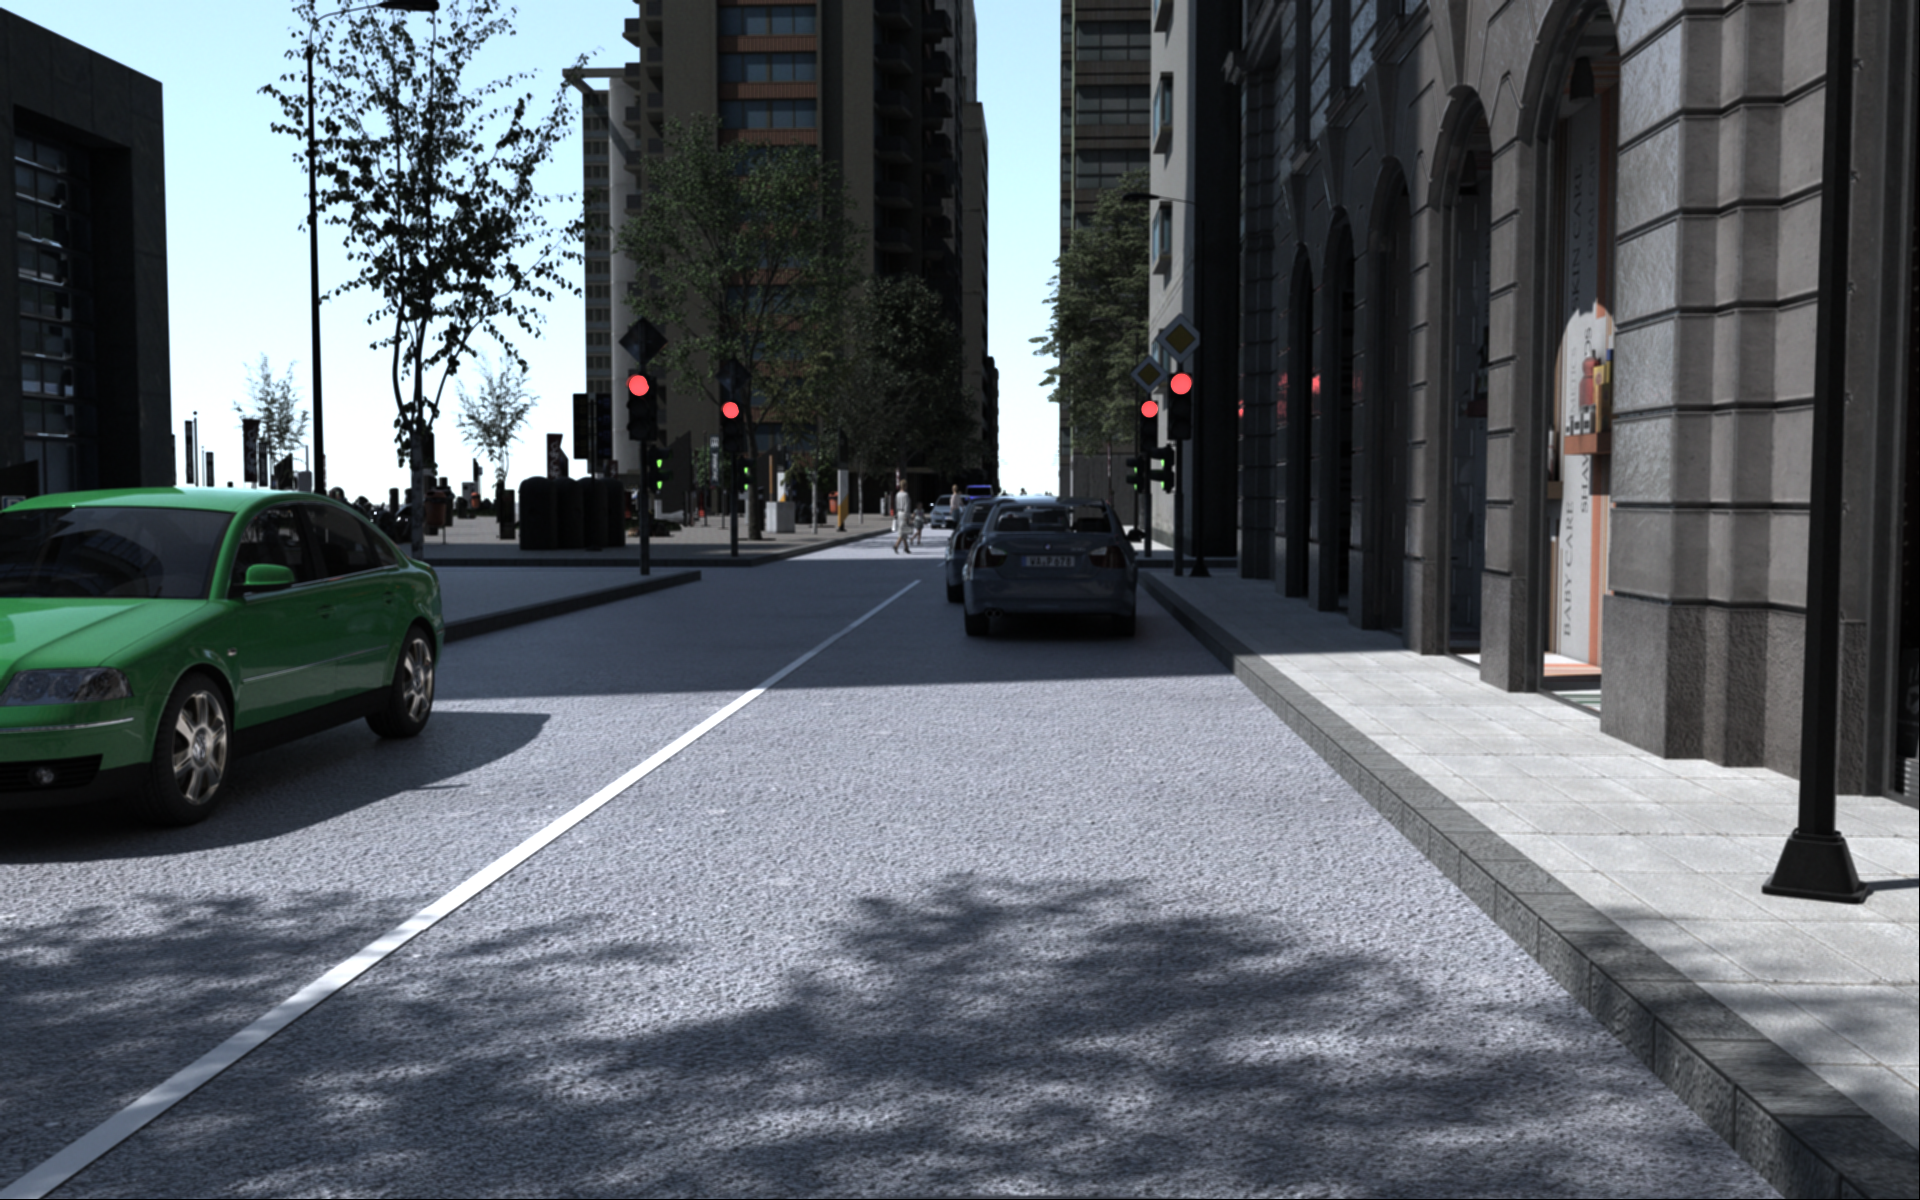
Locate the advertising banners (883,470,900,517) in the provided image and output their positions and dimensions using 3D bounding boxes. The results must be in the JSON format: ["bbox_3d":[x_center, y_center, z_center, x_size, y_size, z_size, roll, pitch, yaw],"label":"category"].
[{"bbox_3d":[-3.890,-6.288,98.988,0.090,3.025,2.074,-2,4,-28],"label":"advertising banners"}]

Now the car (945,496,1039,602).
[{"bbox_3d":[0.765,-0.748,24.236,2.014,1.417,4.499,0,4,3],"label":"car"}]

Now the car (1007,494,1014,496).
[{"bbox_3d":[5.003,-10.394,180.167,2.015,1.641,3.980,0,4,3],"label":"car"}]

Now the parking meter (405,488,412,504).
[{"bbox_3d":[-23.619,-4.031,74.316,0.372,1.533,0.369,0,3,0],"label":"parking meter"}]

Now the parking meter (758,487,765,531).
[{"bbox_3d":[-7.010,-3.181,60.414,0.372,1.533,0.369,0,3,0],"label":"parking meter"}]

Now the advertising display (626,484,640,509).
[{"bbox_3d":[-20.769,-6.419,110.158,0.974,1.923,0.123,2,4,24],"label":"advertising display"}]

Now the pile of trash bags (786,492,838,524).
[{"bbox_3d":[-6.269,-3.930,74.009,3.447,1.369,1.912,3,5,42],"label":"pile of trash bags"}]

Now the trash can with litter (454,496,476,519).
[{"bbox_3d":[-25.644,-4.795,89.786,0.624,1.170,1.055,3,5,40],"label":"trash can with litter"}]

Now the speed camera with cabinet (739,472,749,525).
[{"bbox_3d":[-8.726,-4.771,72.344,0.660,3.252,2.038,0,4,8],"label":"speed camera with cabinet"}]

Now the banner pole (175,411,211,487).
[{"bbox_3d":[-23.019,-3.789,51.967,0.401,3.779,0.863,0,4,4],"label":"banner pole"}]

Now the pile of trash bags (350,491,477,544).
[{"bbox_3d":[-14.596,-2.163,45.113,3.447,1.369,1.912,2,4,32],"label":"pile of trash bags"}]

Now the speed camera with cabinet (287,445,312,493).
[{"bbox_3d":[-26.743,-4.631,70.055,0.660,3.252,2.038,-2,4,-33],"label":"speed camera with cabinet"}]

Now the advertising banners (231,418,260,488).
[{"bbox_3d":[-16.700,-2.646,39.451,0.090,3.025,2.074,2,4,24],"label":"advertising banners"}]

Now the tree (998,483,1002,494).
[{"bbox_3d":[5.731,-16.797,269.232,1.663,3.219,1.824,0,3,0],"label":"tree"}]

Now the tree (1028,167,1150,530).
[{"bbox_3d":[6.124,-8.739,61.005,7.486,12.596,7.792,0,3,0],"label":"tree"}]

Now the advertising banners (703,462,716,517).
[{"bbox_3d":[-14.235,-6.057,95.213,2.074,3.025,0.090,1,4,21],"label":"advertising banners"}]

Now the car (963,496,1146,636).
[{"bbox_3d":[1.019,-0.415,18.794,2.014,1.417,4.499,0,4,5],"label":"car"}]

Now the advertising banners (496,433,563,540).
[{"bbox_3d":[-12.247,-3.255,49.403,2.074,3.025,0.090,-3,5,-39],"label":"advertising banners"}]

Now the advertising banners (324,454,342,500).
[{"bbox_3d":[-27.328,-4.837,75.278,0.090,3.025,2.074,-3,5,-42],"label":"advertising banners"}]

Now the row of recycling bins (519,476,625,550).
[{"bbox_3d":[-9.130,-2.082,41.161,1.069,1.692,3.534,2,4,24],"label":"row of recycling bins"}]

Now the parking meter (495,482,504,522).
[{"bbox_3d":[-21.340,-4.564,80.335,0.399,1.863,0.255,-1,4,-15],"label":"parking meter"}]

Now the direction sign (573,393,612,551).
[{"bbox_3d":[-8.261,-2.873,38.976,0.876,3.537,0.379,0,4,5],"label":"direction sign"}]

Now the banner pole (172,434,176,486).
[{"bbox_3d":[-28.925,-4.494,63.488,0.401,3.779,0.863,0,4,3],"label":"banner pole"}]

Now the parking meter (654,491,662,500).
[{"bbox_3d":[-15.352,-5.051,88.290,0.399,1.863,0.255,1,4,11],"label":"parking meter"}]

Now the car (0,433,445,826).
[{"bbox_3d":[-4.122,-0.006,8.895,1.959,1.807,4.718,0,4,2],"label":"car"}]

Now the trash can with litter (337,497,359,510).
[{"bbox_3d":[-17.787,-2.410,50.458,1.678,1.210,2.233,0,4,-4],"label":"trash can with litter"}]

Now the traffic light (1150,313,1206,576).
[{"bbox_3d":[3.406,-2.332,27.055,0.839,4.253,0.868,0,4,3],"label":"traffic light"}]

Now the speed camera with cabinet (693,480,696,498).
[{"bbox_3d":[-17.612,-7.135,110.991,2.038,3.252,0.660,0,4,-8],"label":"speed camera with cabinet"}]

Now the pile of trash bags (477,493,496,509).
[{"bbox_3d":[-28.514,-5.786,104.351,1.912,1.369,3.447,1,4,10],"label":"pile of trash bags"}]

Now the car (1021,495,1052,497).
[{"bbox_3d":[2.020,-2.059,45.666,2.014,1.417,4.499,0,4,3],"label":"car"}]

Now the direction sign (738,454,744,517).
[{"bbox_3d":[-12.286,-6.426,97.070,0.379,3.537,0.876,-2,4,-23],"label":"direction sign"}]

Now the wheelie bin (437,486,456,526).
[{"bbox_3d":[-20.409,-3.709,68.544,0.980,1.594,0.693,-3,5,-42],"label":"wheelie bin"}]

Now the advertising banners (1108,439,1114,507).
[{"bbox_3d":[4.762,-3.578,54.681,0.090,3.025,2.074,0,4,2],"label":"advertising banners"}]

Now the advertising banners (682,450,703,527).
[{"bbox_3d":[-10.655,-4.429,68.604,0.090,3.025,2.074,0,4,8],"label":"advertising banners"}]

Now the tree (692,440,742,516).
[{"bbox_3d":[-14.163,-7.153,100.668,4.285,4.588,4.351,0,3,0],"label":"tree"}]

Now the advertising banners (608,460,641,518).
[{"bbox_3d":[-17.215,-5.722,89.737,2.074,3.025,0.090,-2,4,-28],"label":"advertising banners"}]

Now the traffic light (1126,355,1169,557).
[{"bbox_3d":[3.792,-2.820,35.031,0.839,4.253,0.868,0,4,3],"label":"traffic light"}]

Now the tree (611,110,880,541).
[{"bbox_3d":[-5.834,-7.462,47.766,9.928,11.665,9.643,0,3,0],"label":"tree"}]

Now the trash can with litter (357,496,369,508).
[{"bbox_3d":[-35.329,-5.598,102.912,0.624,1.170,1.055,1,4,23],"label":"trash can with litter"}]

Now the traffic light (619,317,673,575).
[{"bbox_3d":[-4.996,-2.356,27.445,0.839,4.253,0.868,0,4,3],"label":"traffic light"}]

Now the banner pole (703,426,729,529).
[{"bbox_3d":[-8.900,-4.510,63.754,0.863,3.779,0.401,2,4,35],"label":"banner pole"}]

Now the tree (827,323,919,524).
[{"bbox_3d":[-4.140,-7.595,74.545,4.360,8.622,3.978,0,3,0],"label":"tree"}]

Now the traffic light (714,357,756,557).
[{"bbox_3d":[-4.610,-2.844,35.420,0.839,4.253,0.868,0,4,3],"label":"traffic light"}]

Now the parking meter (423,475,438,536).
[{"bbox_3d":[-16.374,-2.929,53.608,0.255,1.863,0.399,2,4,25],"label":"parking meter"}]

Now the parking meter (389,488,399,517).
[{"bbox_3d":[-23.447,-3.876,71.775,0.372,1.533,0.369,0,3,0],"label":"parking meter"}]

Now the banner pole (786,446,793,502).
[{"bbox_3d":[-8.858,-6.044,88.830,0.863,3.779,0.401,1,4,14],"label":"banner pole"}]

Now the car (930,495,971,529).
[{"bbox_3d":[-0.242,-3.704,72.558,2.014,1.417,4.499,0,4,3],"label":"car"}]

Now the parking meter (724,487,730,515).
[{"bbox_3d":[-14.104,-6.041,104.479,0.399,1.863,0.255,2,4,29],"label":"parking meter"}]

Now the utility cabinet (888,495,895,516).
[{"bbox_3d":[-4.070,-5.561,102.076,0.306,1.237,1.020,1,4,10],"label":"utility cabinet"}]

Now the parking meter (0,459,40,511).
[{"bbox_3d":[-6.902,-0.258,12.622,0.372,1.533,0.369,0,3,0],"label":"parking meter"}]

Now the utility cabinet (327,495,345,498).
[{"bbox_3d":[-36.311,-5.476,100.695,1.020,1.237,0.306,-1,4,-21],"label":"utility cabinet"}]

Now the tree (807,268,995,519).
[{"bbox_3d":[-2.995,-10.462,88.067,9.611,12.733,9.660,0,3,0],"label":"tree"}]

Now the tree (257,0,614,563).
[{"bbox_3d":[-6.727,-4.381,21.997,4.360,8.622,3.978,0,3,0],"label":"tree"}]

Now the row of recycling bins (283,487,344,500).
[{"bbox_3d":[-37.021,-5.629,99.150,3.534,1.692,1.069,0,4,-1],"label":"row of recycling bins"}]

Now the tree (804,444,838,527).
[{"bbox_3d":[-5.227,-4.429,67.021,1.663,3.219,1.824,0,3,0],"label":"tree"}]

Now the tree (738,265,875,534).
[{"bbox_3d":[-4.872,-6.409,55.143,4.737,8.622,4.395,0,3,0],"label":"tree"}]
